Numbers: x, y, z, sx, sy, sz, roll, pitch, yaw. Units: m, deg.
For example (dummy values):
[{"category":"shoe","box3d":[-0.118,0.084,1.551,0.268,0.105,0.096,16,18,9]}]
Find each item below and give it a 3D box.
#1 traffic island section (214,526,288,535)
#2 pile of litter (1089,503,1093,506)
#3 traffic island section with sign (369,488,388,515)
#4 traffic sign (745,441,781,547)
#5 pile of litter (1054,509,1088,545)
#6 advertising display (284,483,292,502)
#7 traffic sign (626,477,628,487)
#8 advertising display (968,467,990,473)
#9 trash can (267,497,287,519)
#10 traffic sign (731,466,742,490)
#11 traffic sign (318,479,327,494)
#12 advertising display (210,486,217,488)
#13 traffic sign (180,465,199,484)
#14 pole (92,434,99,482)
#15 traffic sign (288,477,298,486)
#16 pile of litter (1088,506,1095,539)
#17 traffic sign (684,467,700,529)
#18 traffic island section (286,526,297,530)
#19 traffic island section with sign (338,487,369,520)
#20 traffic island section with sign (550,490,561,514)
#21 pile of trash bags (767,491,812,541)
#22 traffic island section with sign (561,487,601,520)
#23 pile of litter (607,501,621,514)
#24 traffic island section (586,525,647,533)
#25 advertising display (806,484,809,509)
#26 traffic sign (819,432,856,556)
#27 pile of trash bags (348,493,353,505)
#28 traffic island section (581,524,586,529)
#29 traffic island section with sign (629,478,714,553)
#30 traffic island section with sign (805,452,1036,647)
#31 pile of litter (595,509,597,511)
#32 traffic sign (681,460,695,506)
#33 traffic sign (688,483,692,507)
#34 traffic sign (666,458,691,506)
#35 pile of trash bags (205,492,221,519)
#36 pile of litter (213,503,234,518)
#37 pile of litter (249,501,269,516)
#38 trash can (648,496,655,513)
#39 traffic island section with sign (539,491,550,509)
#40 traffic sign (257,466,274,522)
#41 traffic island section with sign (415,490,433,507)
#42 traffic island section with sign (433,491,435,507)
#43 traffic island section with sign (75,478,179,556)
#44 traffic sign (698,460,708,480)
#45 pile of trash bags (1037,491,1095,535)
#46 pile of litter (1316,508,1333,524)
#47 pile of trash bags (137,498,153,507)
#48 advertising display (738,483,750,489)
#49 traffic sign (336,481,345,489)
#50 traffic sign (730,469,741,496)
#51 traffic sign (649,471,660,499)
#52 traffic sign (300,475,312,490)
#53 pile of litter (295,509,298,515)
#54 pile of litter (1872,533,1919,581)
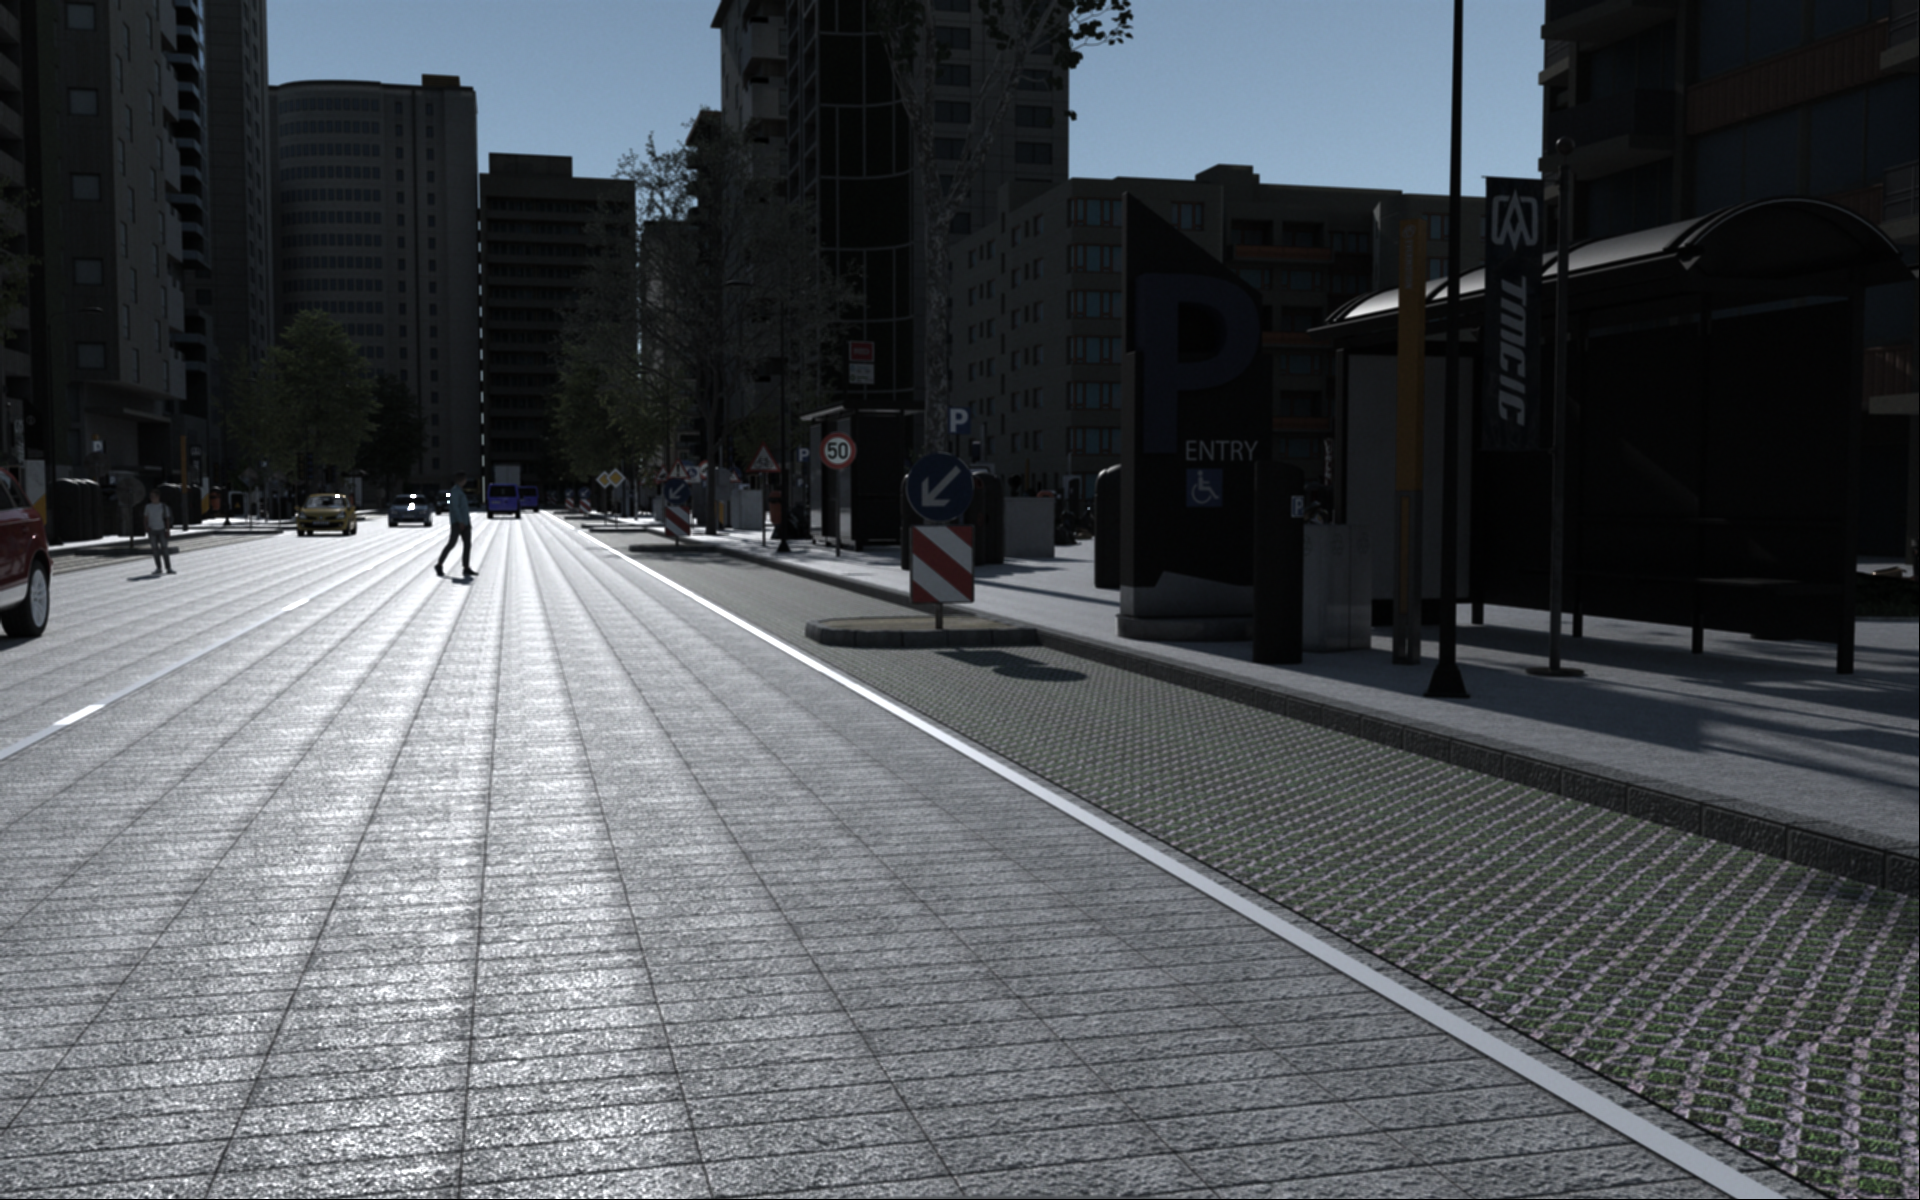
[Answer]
[{"category":"traffic island section","box3d":[-25.496,-2.443,62.227,2.009,0.180,2.903,-1,4,-14]},{"category":"pile of litter","box3d":[6.046,-4.073,80.566,1.719,0.858,1.176,0,4,-6]},{"category":"traffic island section with sign","box3d":[-40.217,-6.841,120.474,1.989,1.847,2.006,-1,4,-14]},{"category":"traffic sign","box3d":[-4.798,-2.588,42.312,0.884,2.594,0.081,-1,4,-13]},{"category":"pile of litter","box3d":[2.193,-1.839,44.040,1.719,0.858,1.176,2,4,23]},{"category":"advertising display","box3d":[-38.453,-5.698,98.377,0.974,1.923,0.123,0,4,0]},{"category":"traffic sign","box3d":[-25.381,-8.027,131.339,0.768,2.556,0.104,-1,4,-11]},{"category":"advertising display","box3d":[0.214,-2.172,40.731,0.974,1.923,0.123,0,4,-2]},{"category":"trash can","box3d":[-34.387,-4.642,87.551,0.748,1.137,0.748,0,3,0]},{"category":"traffic sign","box3d":[-10.429,-4.873,79.773,0.768,2.556,0.104,0,4,-6]},{"category":"traffic sign","box3d":[-49.467,-8.136,134.211,0.795,2.450,0.064,-1,4,-10]},{"category":"advertising display","box3d":[-58.912,-8.049,136.817,0.123,1.923,0.974,0,4,2]},{"category":"traffic sign","box3d":[-33.836,-4.647,76.079,0.768,2.556,0.104,0,4,-7]},{"category":"pole","box3d":[-29.485,-3.996,59.180,0.158,3.312,0.155,0,3,0]},{"category":"traffic sign","box3d":[-49.561,-7.867,128.729,0.768,2.556,0.104,-1,4,-9]},{"category":"pile of litter","box3d":[3.334,-2.176,49.544,1.176,0.858,1.719,2,4,33]},{"category":"traffic sign","box3d":[-9.789,-3.743,63.328,0.606,2.300,0.079,-1,4,-9]},{"category":"traffic island section","box3d":[-27.493,-2.916,69.959,2.009,0.180,2.903,-1,4,-14]},{"category":"traffic island section with sign","box3d":[-33.410,-5.228,94.112,1.989,1.847,2.006,-1,4,-14]},{"category":"traffic island section with sign","box3d":[-28.161,-7.073,124.278,1.989,1.847,2.006,-1,4,-14]},{"category":"pile of trash bags","box3d":[-4.530,-2.405,49.067,1.912,1.369,3.447,1,4,19]},{"category":"traffic island section with sign","box3d":[-21.287,-5.445,97.647,1.989,1.847,2.006,-1,4,-14]},{"category":"pile of litter","box3d":[-22.179,-6.035,112.634,1.719,0.858,1.176,1,4,21]},{"category":"traffic island section","box3d":[-12.963,-2.640,65.446,2.009,0.180,2.903,-1,4,-14]},{"category":"advertising display","box3d":[-10.110,-6.439,110.497,0.974,1.923,0.123,1,4,14]},{"category":"traffic sign","box3d":[-2.509,-2.169,35.568,0.768,2.556,0.104,0,4,-5]},{"category":"pile of trash bags","box3d":[-46.477,-7.274,128.684,1.912,1.369,3.447,2,4,32]},{"category":"traffic island section","box3d":[-14.960,-3.113,73.179,2.009,0.180,2.903,-1,4,-14]},{"category":"traffic island section with sign","box3d":[-7.226,-2.112,43.165,1.989,1.847,2.006,-1,4,-14]},{"category":"traffic island section with sign","box3d":[-0.475,-0.516,17.066,1.989,1.847,2.006,-1,4,-14]},{"category":"pile of litter","box3d":[-27.355,-7.258,132.626,1.176,0.858,1.719,2,4,33]},{"category":"traffic sign","box3d":[-10.164,-3.917,64.150,0.768,2.556,0.104,-1,4,-8]},{"category":"traffic sign","box3d":[-15.516,-6.128,100.299,0.768,2.556,0.104,-1,4,-13]},{"category":"traffic sign","box3d":[-10.028,-3.772,61.676,0.884,2.594,0.081,0,4,-7]},{"category":"pile of trash bags","box3d":[-39.300,-4.865,89.294,1.912,1.369,3.447,1,4,12]},{"category":"pile of litter","box3d":[-39.829,-4.856,93.357,1.176,0.858,1.719,1,4,18]},{"category":"pile of litter","box3d":[-41.362,-5.390,102.087,1.176,0.858,1.719,0,4,-4]},{"category":"trash can","box3d":[-20.351,-6.315,114.896,0.748,1.137,0.748,0,3,0]},{"category":"traffic island section with sign","box3d":[-40.419,-9.975,171.711,1.989,1.847,2.006,-1,4,-14]},{"category":"traffic sign","box3d":[-31.526,-4.802,78.624,0.768,2.556,0.104,-1,4,-12]},{"category":"traffic island section with sign","box3d":[-52.808,-9.822,169.218,1.989,1.847,2.006,-1,4,-14]},{"category":"traffic island section with sign","box3d":[-59.615,-11.436,195.606,1.989,1.847,2.006,-1,4,-14]},{"category":"traffic island section with sign","box3d":[-19.715,-1.986,41.107,1.989,1.847,2.006,-1,4,-14]},{"category":"traffic sign","box3d":[-9.330,-3.914,64.096,0.768,2.556,0.104,-1,4,-10]},{"category":"pile of trash bags","box3d":[4.088,-2.724,54.287,3.447,1.369,1.912,0,4,0]},{"category":"pile of litter","box3d":[10.854,-2.349,52.374,1.719,0.858,1.176,1,4,17]},{"category":"pile of trash bags","box3d":[-48.797,-5.750,103.766,3.447,1.369,1.912,0,4,-5]},{"category":"advertising display","box3d":[-12.557,-5.903,101.721,0.974,1.923,0.123,0,4,7]},{"category":"traffic sign","box3d":[-48.450,-8.156,135.477,0.606,2.300,0.079,-1,4,-9]},{"category":"traffic sign","box3d":[-10.143,-4.687,76.638,0.884,2.594,0.081,-1,4,-10]},{"category":"traffic sign","box3d":[-16.437,-5.715,93.547,0.768,2.556,0.104,-1,4,-10]},{"category":"traffic sign","box3d":[-43.601,-7.056,115.476,0.768,2.556,0.104,-1,4,-12]},{"category":"pile of litter","box3d":[-42.027,-5.725,107.563,1.719,0.858,1.176,1,4,20]},{"category":"pile of litter","box3d":[12.589,-0.548,22.933,1.719,0.858,1.176,0,4,-5]}]
